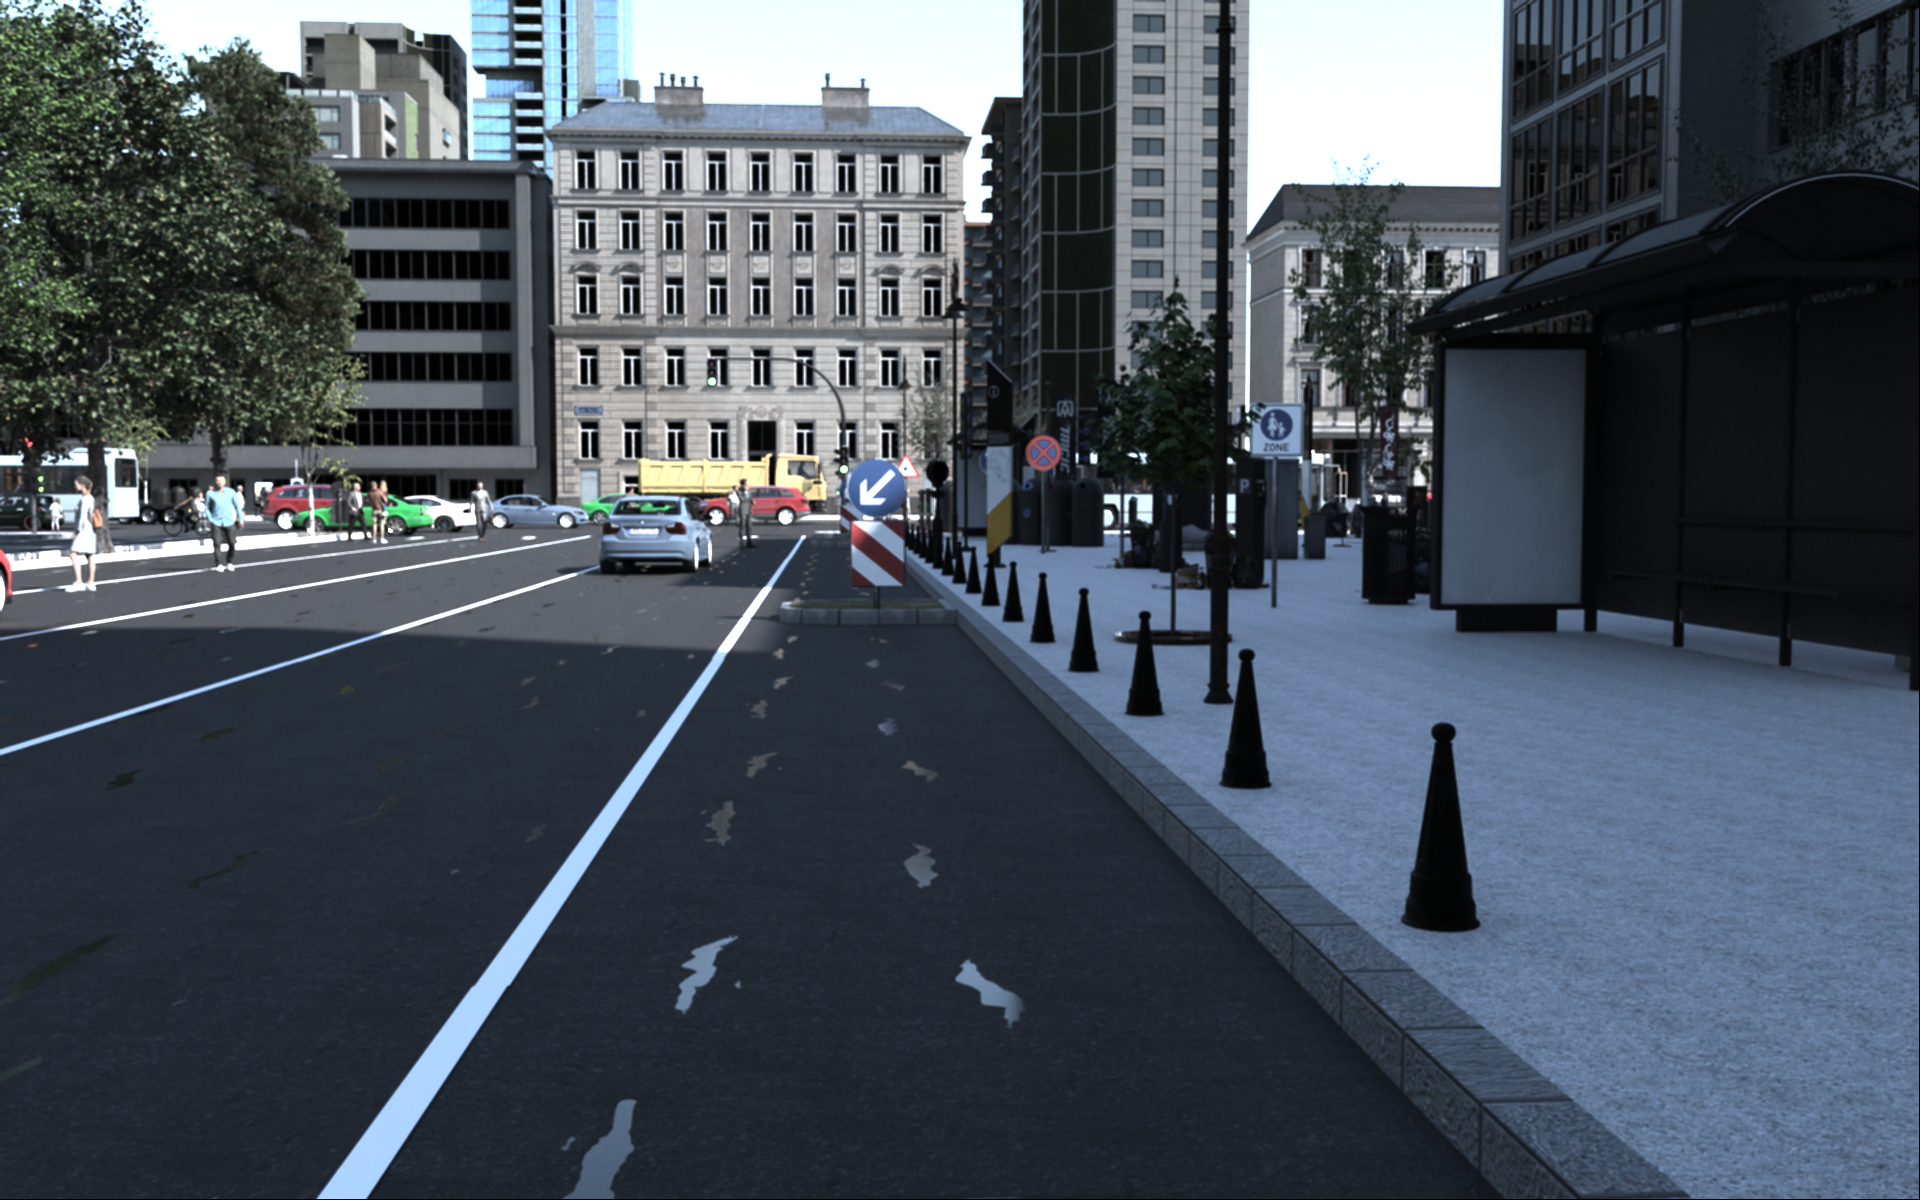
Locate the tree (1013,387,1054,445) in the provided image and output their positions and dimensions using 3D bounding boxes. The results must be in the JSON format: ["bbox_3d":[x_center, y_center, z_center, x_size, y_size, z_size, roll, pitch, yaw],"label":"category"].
[{"bbox_3d":[4.283,-10.366,119.848,4.360,8.622,3.978,0,3,0],"label":"tree"}]

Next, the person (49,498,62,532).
[{"bbox_3d":[-33.205,-3.104,63.534,0.394,1.301,0.425,2,4,25],"label":"person"}]

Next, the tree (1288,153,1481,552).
[{"bbox_3d":[8.939,-5.334,37.573,4.737,8.622,4.395,0,3,0],"label":"tree"}]

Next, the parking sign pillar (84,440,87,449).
[{"bbox_3d":[-43.508,-6.062,87.582,1.447,3.967,1.447,3,4,38],"label":"parking sign pillar"}]

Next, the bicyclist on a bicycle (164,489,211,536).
[{"bbox_3d":[-26.523,-3.025,59.475,1.625,1.676,1.499,0,4,-5],"label":"bicyclist on a bicycle"}]

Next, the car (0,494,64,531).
[{"bbox_3d":[-37.529,-3.567,68.115,4.222,1.686,2.009,0,4,-2],"label":"car"}]

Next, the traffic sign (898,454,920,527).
[{"bbox_3d":[-1.724,-3.400,55.589,0.884,2.594,0.081,0,3,0],"label":"traffic sign"}]

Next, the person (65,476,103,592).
[{"bbox_3d":[-12.982,-0.990,25.682,0.522,1.701,0.512,-1,4,-21],"label":"person"}]

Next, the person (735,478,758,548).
[{"bbox_3d":[-5.655,-2.313,46.123,0.447,1.846,0.655,2,4,33],"label":"person"}]

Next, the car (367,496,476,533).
[{"bbox_3d":[-20.583,-3.236,65.272,4.827,1.381,2.083,0,4,-3],"label":"car"}]

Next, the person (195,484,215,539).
[{"bbox_3d":[-23.547,-2.768,54.294,0.750,1.759,0.617,-2,4,-35],"label":"person"}]

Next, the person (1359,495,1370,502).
[{"bbox_3d":[17.046,-3.896,72.900,0.504,1.737,0.576,0,4,0],"label":"person"}]

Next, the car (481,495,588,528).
[{"bbox_3d":[-17.996,-3.739,73.141,4.499,1.417,2.014,0,4,-3],"label":"car"}]

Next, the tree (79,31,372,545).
[{"bbox_3d":[-20.315,-8.401,47.240,7.806,13.903,7.818,0,3,0],"label":"tree"}]

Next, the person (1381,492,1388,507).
[{"bbox_3d":[18.902,-4.051,77.281,0.480,1.512,0.613,-2,4,-30],"label":"person"}]

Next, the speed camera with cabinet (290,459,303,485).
[{"bbox_3d":[-38.470,-6.375,98.567,2.038,3.252,0.660,-2,4,-25],"label":"speed camera with cabinet"}]

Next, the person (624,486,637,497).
[{"bbox_3d":[-12.634,-3.534,66.807,0.617,1.759,0.750,1,4,10],"label":"person"}]

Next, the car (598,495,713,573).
[{"bbox_3d":[-5.712,-1.264,32.677,2.014,1.417,4.499,0,4,-3],"label":"car"}]

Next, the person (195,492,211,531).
[{"bbox_3d":[-29.768,-3.480,67.995,0.523,1.515,0.503,0,4,4],"label":"person"}]

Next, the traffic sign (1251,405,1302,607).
[{"bbox_3d":[3.556,-1.065,19.549,0.606,2.300,0.079,0,4,1],"label":"traffic sign"}]

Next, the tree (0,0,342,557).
[{"bbox_3d":[-19.313,-7.282,38.533,9.611,12.733,9.660,0,3,0],"label":"tree"}]

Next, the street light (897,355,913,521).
[{"bbox_3d":[-1.844,-5.192,57.672,0.468,5.910,1.993,0,4,-4],"label":"street light"}]

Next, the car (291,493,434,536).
[{"bbox_3d":[-20.720,-3.133,60.027,4.718,1.807,1.959,0,4,-3],"label":"car"}]

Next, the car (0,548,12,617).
[{"bbox_3d":[-11.564,-0.540,17.866,2.155,1.783,4.494,0,4,-2],"label":"car"}]

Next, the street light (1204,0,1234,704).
[{"bbox_3d":[1.591,-2.305,10.480,0.468,5.910,1.993,0,4,-4],"label":"street light"}]

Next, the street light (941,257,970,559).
[{"bbox_3d":[-0.102,-3.745,34.014,0.468,5.910,1.993,0,4,-4],"label":"street light"}]

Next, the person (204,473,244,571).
[{"bbox_3d":[-13.748,-1.456,32.330,0.660,1.820,0.620,-2,4,-33],"label":"person"}]

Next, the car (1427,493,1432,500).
[{"bbox_3d":[22.590,-4.279,79.003,4.494,1.783,2.155,0,4,-6],"label":"car"}]

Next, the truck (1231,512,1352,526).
[{"bbox_3d":[21.323,-5.235,75.351,18.799,4.110,2.967,0,4,-2],"label":"truck"}]

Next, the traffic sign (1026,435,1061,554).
[{"bbox_3d":[1.796,-2.274,37.279,0.768,2.556,0.104,0,4,3],"label":"traffic sign"}]

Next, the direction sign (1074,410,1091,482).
[{"bbox_3d":[3.092,-3.340,46.613,0.876,3.537,0.379,1,4,23],"label":"direction sign"}]

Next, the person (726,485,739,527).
[{"bbox_3d":[-10.014,-4.148,76.428,0.850,1.850,0.679,3,4,38],"label":"person"}]

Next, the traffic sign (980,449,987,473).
[{"bbox_3d":[0.914,-2.869,47.012,0.768,2.556,0.104,0,4,2],"label":"traffic sign"}]

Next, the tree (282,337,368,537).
[{"bbox_3d":[-20.292,-6.181,53.883,4.737,8.622,4.395,0,3,0],"label":"tree"}]

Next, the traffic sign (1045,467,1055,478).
[{"bbox_3d":[3.052,-3.348,54.838,0.768,2.556,0.104,0,4,2],"label":"traffic sign"}]

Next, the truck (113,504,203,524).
[{"bbox_3d":[-45.631,-5.605,81.405,18.799,4.110,2.967,0,4,-6],"label":"truck"}]

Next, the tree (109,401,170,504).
[{"bbox_3d":[-45.959,-8.972,97.050,4.737,8.622,4.395,0,3,0],"label":"tree"}]

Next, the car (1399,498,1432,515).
[{"bbox_3d":[19.656,-3.561,70.581,4.827,1.381,2.083,0,4,-5],"label":"car"}]

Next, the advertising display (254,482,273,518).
[{"bbox_3d":[-36.819,-5.284,91.609,0.974,1.923,0.123,-3,5,-41],"label":"advertising display"}]

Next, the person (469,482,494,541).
[{"bbox_3d":[-14.556,-2.693,52.651,0.709,1.813,0.853,-2,4,-31],"label":"person"}]

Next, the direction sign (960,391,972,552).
[{"bbox_3d":[0.134,-2.848,38.565,0.379,3.537,0.876,-1,4,-15],"label":"direction sign"}]

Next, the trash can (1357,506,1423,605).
[{"bbox_3d":[5.019,-0.526,20.260,0.748,1.137,0.748,0,3,0],"label":"trash can"}]

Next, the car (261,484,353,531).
[{"bbox_3d":[-24.951,-3.683,68.890,5.304,1.827,2.281,0,4,-2],"label":"car"}]

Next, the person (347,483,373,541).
[{"bbox_3d":[-18.474,-2.710,53.206,0.834,1.777,0.661,1,4,17],"label":"person"}]

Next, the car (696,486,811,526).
[{"bbox_3d":[-9.517,-4.340,79.627,5.304,1.827,2.281,0,4,-6],"label":"car"}]

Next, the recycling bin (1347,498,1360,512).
[{"bbox_3d":[22.856,-5.392,100.713,0.722,1.027,0.722,2,4,24],"label":"recycling bin"}]

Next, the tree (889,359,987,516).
[{"bbox_3d":[-1.487,-8.758,93.559,4.360,8.622,3.978,0,3,0],"label":"tree"}]

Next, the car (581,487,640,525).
[{"bbox_3d":[-15.305,-4.391,80.594,4.718,1.807,1.959,0,4,-5],"label":"car"}]

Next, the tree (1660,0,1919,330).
[{"bbox_3d":[12.416,-4.568,25.057,4.360,8.622,3.978,0,3,0],"label":"tree"}]

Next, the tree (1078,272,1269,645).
[{"bbox_3d":[1.986,-1.257,15.161,1.663,3.219,1.824,0,3,0],"label":"tree"}]

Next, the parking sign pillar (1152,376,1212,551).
[{"bbox_3d":[5.067,-3.116,39.425,1.447,3.967,1.447,1,4,20],"label":"parking sign pillar"}]

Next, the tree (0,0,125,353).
[{"bbox_3d":[-18.113,-6.151,28.776,9.928,11.665,9.643,0,3,0],"label":"tree"}]

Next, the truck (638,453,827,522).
[{"bbox_3d":[-10.529,-5.386,83.977,9.791,3.379,3.469,0,4,-6],"label":"truck"}]

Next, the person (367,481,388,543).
[{"bbox_3d":[-17.094,-2.601,51.006,0.580,1.828,0.573,-3,5,-44],"label":"person"}]

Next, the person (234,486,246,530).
[{"bbox_3d":[-28.695,-3.664,68.892,0.515,1.767,0.782,-1,4,-21],"label":"person"}]

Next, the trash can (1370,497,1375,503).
[{"bbox_3d":[23.070,-5.259,97.645,0.748,1.137,0.748,0,3,0],"label":"trash can"}]
